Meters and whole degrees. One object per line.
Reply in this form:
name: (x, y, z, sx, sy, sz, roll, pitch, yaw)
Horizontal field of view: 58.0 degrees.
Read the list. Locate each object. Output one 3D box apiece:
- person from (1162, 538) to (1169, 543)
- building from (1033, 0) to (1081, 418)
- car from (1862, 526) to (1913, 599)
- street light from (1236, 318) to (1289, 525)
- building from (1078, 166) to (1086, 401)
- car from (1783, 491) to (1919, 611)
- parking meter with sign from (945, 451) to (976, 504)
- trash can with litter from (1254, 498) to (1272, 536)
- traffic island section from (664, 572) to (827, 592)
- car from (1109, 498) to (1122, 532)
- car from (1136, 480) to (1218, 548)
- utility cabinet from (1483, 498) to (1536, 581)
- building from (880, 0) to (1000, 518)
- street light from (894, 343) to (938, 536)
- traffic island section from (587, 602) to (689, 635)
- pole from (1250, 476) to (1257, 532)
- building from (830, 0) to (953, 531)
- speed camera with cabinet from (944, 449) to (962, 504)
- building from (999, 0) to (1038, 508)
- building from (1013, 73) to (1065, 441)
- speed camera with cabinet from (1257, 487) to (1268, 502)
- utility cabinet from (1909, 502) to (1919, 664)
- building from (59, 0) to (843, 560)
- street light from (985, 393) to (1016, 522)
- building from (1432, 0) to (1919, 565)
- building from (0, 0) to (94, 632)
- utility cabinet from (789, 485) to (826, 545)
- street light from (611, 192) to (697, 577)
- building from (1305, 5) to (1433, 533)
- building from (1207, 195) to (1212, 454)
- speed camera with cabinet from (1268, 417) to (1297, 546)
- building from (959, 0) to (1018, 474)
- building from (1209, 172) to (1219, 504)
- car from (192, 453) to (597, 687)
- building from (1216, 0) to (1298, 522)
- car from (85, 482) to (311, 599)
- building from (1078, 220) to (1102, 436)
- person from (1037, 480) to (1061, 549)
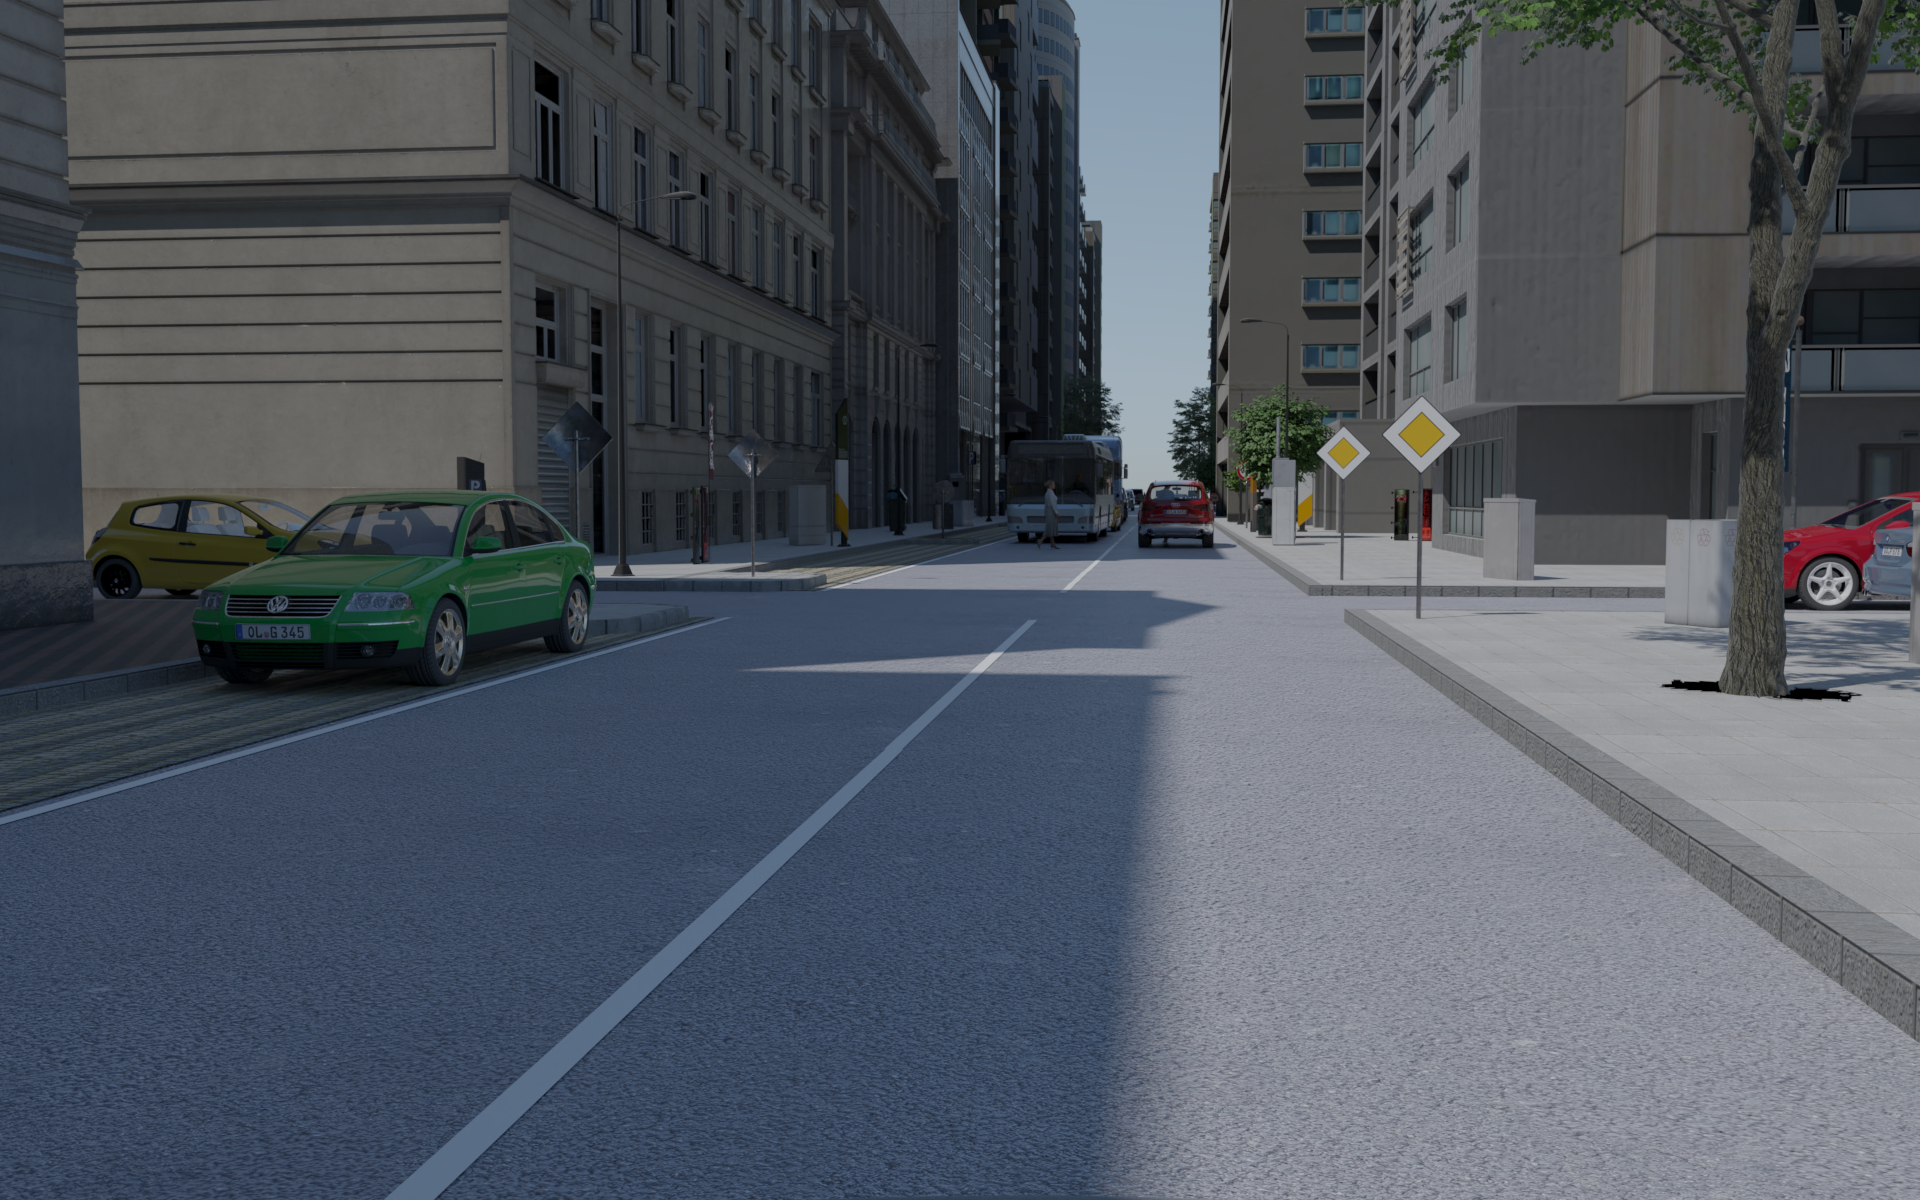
person: (6.126, -2.621, 51.218, 0.638, 1.841, 0.748, 2, 4, 30)
building: (2.599, -40.324, 201.288, 21.231, 58.520, 28.212, 0, 4, 7)
car: (12.689, -0.457, 19.468, 4.499, 1.417, 2.014, 0, 4, 6)
street light: (8.100, -4.482, 45.828, 1.470, 5.913, 1.316, 0, 4, 7)
building: (5.261, -37.379, 230.748, 23.786, 49.044, 30.456, 0, 4, 7)
car: (12.036, -0.784, 21.862, 4.494, 1.783, 2.155, 0, 4, 7)
parking meter with sign: (-0.236, -4.529, 70.307, 1.738, 3.016, 0.543, -2, 4, -27)
trash can with litter: (9.374, -2.576, 53.503, 0.624, 1.170, 1.055, 0, 4, 6)
traffic island section: (-3.227, -0.279, 26.843, 2.009, 0.180, 2.903, 0, 4, 7)
car: (5.278, -3.460, 66.795, 2.015, 1.641, 3.980, 1, 4, 9)
car: (5.976, -2.393, 47.797, 2.281, 1.827, 5.304, 0, 4, 8)
utility cabinet: (8.286, -0.916, 26.132, 0.306, 1.237, 1.020, -1, 4, -12)
building: (-4.856, -16.790, 92.542, 12.078, 24.808, 19.932, 0, 4, 7)
street light: (-1.366, -4.951, 53.495, 1.470, 5.913, 1.316, 0, 4, 7)
traffic island section: (-4.187, 0.206, 18.916, 2.009, 0.180, 2.903, 0, 4, 7)
pole: (9.867, -3.935, 58.175, 0.158, 3.312, 0.155, 0, 3, 0)
building: (-8.364, -14.007, 70.810, 13.314, 21.916, 24.055, 0, 4, 7)
speed camera with cabinet: (-0.336, -5.020, 76.415, 0.660, 3.252, 2.038, 0, 4, -7)
building: (-7.659, -33.992, 145.015, 28.713, 52.752, 27.495, 0, 4, 7)
building: (2.543, -29.446, 165.039, 14.154, 41.232, 14.086, 0, 4, 7)
speed camera with cabinet: (11.290, -4.225, 63.414, 0.660, 3.252, 2.038, -1, 4, -8)
utility cabinet: (7.742, -0.119, 13.104, 1.020, 1.237, 0.306, -1, 4, -10)
building: (-13.163, -12.897, 44.154, 16.112, 22.955, 30.059, 0, 4, 7)
street light: (1.883, -6.577, 80.081, 1.470, 5.913, 1.316, 0, 4, 7)
building: (16.371, -21.346, 32.597, 14.086, 41.232, 14.154, 0, 4, 7)
building: (-18.193, -10.042, 13.338, 18.267, 20.994, 9.793, 0, 4, 7)
utility cabinet: (-3.828, -2.125, 43.421, 0.318, 1.500, 1.173, 2, 4, 31)
street light: (-4.734, -3.320, 26.816, 1.470, 5.913, 1.316, 0, 4, 7)
building: (23.051, -37.892, 57.785, 20.563, 71.187, 20.611, 0, 4, 7)
building: (45.882, -35.944, 242.310, 22.147, 44.769, 28.867, 0, 4, 7)
speed camera with cabinet: (8.235, -3.031, 43.885, 0.660, 3.252, 2.038, 1, 4, 11)
building: (-7.747, -28.276, 116.937, 22.147, 44.769, 28.867, 0, 4, 7)
building: (39.150, -32.908, 221.638, 14.154, 41.232, 14.086, 0, 4, 7)
car: (-4.480, -0.338, 14.327, 1.959, 1.807, 4.718, 0, 4, 7)
building: (24.187, -28.373, 87.601, 21.300, 48.544, 21.600, 0, 4, 7)
car: (-9.798, -0.827, 23.747, 3.980, 1.641, 2.015, 0, 4, 6)
building: (13.354, -34.789, 252.402, 14.154, 41.232, 14.086, 0, 4, 7)
person: (2.301, -2.225, 45.108, 0.641, 1.798, 0.478, 0, 4, 4)
